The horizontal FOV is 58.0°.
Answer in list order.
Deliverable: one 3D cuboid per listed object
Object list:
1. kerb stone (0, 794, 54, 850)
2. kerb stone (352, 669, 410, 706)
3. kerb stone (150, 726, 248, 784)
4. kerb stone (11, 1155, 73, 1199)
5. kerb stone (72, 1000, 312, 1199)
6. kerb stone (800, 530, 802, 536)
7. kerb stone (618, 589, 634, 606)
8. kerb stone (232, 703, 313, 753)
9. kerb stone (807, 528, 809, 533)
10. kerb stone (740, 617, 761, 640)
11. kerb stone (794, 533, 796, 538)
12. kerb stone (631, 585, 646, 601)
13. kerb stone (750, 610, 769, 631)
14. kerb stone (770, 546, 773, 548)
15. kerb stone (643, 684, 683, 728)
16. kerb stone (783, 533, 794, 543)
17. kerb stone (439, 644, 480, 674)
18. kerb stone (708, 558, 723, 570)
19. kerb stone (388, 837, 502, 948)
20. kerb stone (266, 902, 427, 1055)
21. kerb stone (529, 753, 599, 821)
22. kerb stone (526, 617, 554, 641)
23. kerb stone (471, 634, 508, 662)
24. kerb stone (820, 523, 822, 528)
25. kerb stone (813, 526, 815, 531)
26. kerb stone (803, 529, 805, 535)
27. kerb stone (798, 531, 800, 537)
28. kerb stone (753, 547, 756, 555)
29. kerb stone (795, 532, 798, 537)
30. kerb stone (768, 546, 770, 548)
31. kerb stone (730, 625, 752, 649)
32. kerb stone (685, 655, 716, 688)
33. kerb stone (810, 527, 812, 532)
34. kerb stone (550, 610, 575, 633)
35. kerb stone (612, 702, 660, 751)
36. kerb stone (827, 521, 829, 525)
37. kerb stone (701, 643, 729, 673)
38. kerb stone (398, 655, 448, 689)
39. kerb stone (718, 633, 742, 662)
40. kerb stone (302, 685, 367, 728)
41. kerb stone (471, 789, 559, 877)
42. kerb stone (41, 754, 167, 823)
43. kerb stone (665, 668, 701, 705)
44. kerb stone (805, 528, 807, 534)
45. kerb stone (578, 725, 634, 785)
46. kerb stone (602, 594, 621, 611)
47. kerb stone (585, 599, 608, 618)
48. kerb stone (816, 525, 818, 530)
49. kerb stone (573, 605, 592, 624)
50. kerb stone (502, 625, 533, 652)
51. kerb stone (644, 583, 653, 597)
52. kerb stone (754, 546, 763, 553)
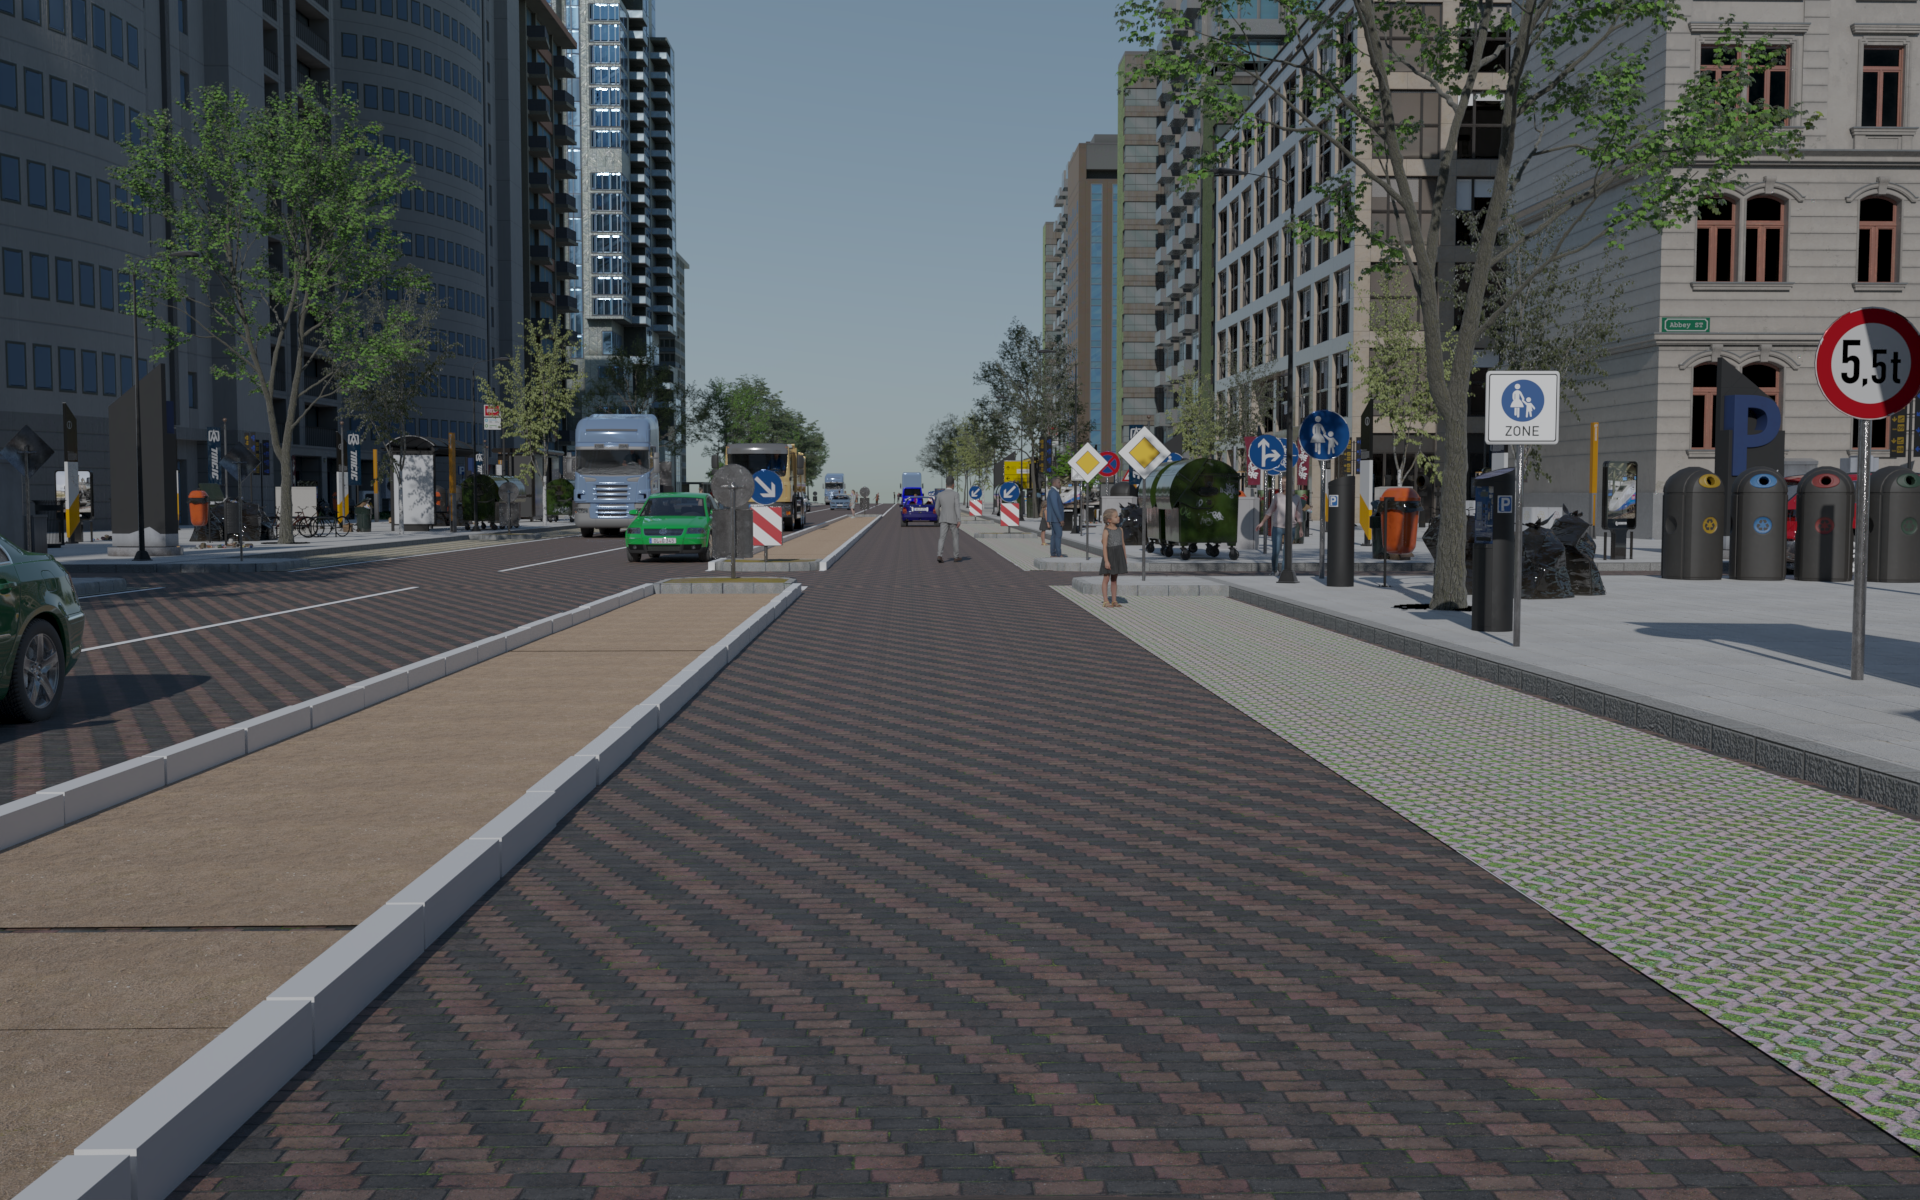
[{"bbox_3d":[-3.891,0.937,6.933,0.120,0.150,1.000,0,4,-2],"label":"kerb stone"},{"bbox_3d":[-4.046,0.621,12.044,0.120,0.150,1.000,0,4,-2],"label":"kerb stone"},{"bbox_3d":[-3.959,0.808,8.979,0.120,0.150,1.000,0,4,-2],"label":"kerb stone"},{"bbox_3d":[-1.659,1.184,2.872,0.120,0.150,1.000,0,4,-2],"label":"kerb stone"},{"bbox_3d":[-1.689,1.119,3.893,0.120,0.150,1.000,0,4,-2],"label":"kerb stone"},{"bbox_3d":[-5.441,-2.169,57.691,0.120,0.150,1.000,0,4,-2],"label":"kerb stone"},{"bbox_3d":[-4.364,-0.002,22.300,0.120,0.150,1.000,0,4,-2],"label":"kerb stone"},{"bbox_3d":[-3.984,0.746,10.001,0.120,0.150,1.000,0,4,-2],"label":"kerb stone"},{"bbox_3d":[-5.577,-2.415,61.791,0.120,0.150,1.000,0,4,-2],"label":"kerb stone"},{"bbox_3d":[-2.108,0.305,17.234,0.120,0.150,1.000,0,4,-2],"label":"kerb stone"},{"bbox_3d":[-5.354,-1.979,54.623,0.120,0.150,1.000,0,4,-2],"label":"kerb stone"},{"bbox_3d":[-4.396,-0.069,23.322,0.120,0.150,1.000,0,4,-2],"label":"kerb stone"},{"bbox_3d":[-2.138,0.241,18.256,0.120,0.150,1.000,0,4,-2],"label":"kerb stone"},{"bbox_3d":[-5.080,-1.418,45.399,0.120,0.150,1.000,0,4,-2],"label":"kerb stone"},{"bbox_3d":[-1.911,0.680,11.076,0.120,0.150,1.000,0,4,-2],"label":"kerb stone"},{"bbox_3d":[-5.323,-1.921,53.596,0.120,0.150,1.000,0,4,-2],"label":"kerb stone"},{"bbox_3d":[-4.113,0.495,14.102,0.120,0.150,1.000,0,4,-2],"label":"kerb stone"},{"bbox_3d":[-4.691,-0.666,33.091,0.120,0.150,1.000,0,4,-2],"label":"kerb stone"},{"bbox_3d":[-1.757,0.994,5.940,0.120,0.150,1.000,0,4,-2],"label":"kerb stone"},{"bbox_3d":[-1.722,1.057,4.918,0.120,0.150,1.000,0,4,-2],"label":"kerb stone"},{"bbox_3d":[-1.829,0.869,7.986,0.120,0.150,1.000,0,4,-2],"label":"kerb stone"},{"bbox_3d":[-4.212,0.307,17.181,0.120,0.150,1.000,0,4,-2],"label":"kerb stone"},{"bbox_3d":[-4.145,0.433,15.124,0.120,0.150,1.000,0,4,-2],"label":"kerb stone"},{"bbox_3d":[-5.862,-2.985,71.001,0.120,0.150,1.000,0,4,-2],"label":"kerb stone"},{"bbox_3d":[-5.710,-2.670,65.876,0.120,0.150,1.000,0,4,-2],"label":"kerb stone"},{"bbox_3d":[-5.517,-2.296,59.742,0.120,0.150,1.000,0,4,-2],"label":"kerb stone"},{"bbox_3d":[-5.415,-2.108,56.666,0.120,0.150,1.000,0,4,-2],"label":"kerb stone"},{"bbox_3d":[-4.914,-1.105,40.262,0.120,0.150,1.000,0,4,-2],"label":"kerb stone"},{"bbox_3d":[-5.388,-2.046,55.644,0.120,0.150,1.000,0,4,-2],"label":"kerb stone"},{"bbox_3d":[-5.037,-1.356,44.368,0.120,0.150,1.000,0,4,-2],"label":"kerb stone"},{"bbox_3d":[-2.076,0.366,16.207,0.120,0.150,1.000,0,4,-2],"label":"kerb stone"},{"bbox_3d":[-1.983,0.555,13.119,0.120,0.150,1.000,0,4,-2],"label":"kerb stone"},{"bbox_3d":[-5.646,-2.547,63.833,0.120,0.150,1.000,0,4,-2],"label":"kerb stone"},{"bbox_3d":[-4.235,0.244,18.203,0.120,0.150,1.000,0,4,-2],"label":"kerb stone"},{"bbox_3d":[-1.890,0.744,10.048,0.120,0.150,1.000,0,4,-2],"label":"kerb stone"},{"bbox_3d":[-6.044,-3.362,77.157,0.120,0.150,1.000,0,4,-2],"label":"kerb stone"},{"bbox_3d":[-2.020,0.492,14.148,0.120,0.150,1.000,0,4,-2],"label":"kerb stone"},{"bbox_3d":[-4.081,0.558,13.076,0.120,0.150,1.000,0,4,-2],"label":"kerb stone"},{"bbox_3d":[-2.040,0.430,15.170,0.120,0.150,1.000,0,4,-2],"label":"kerb stone"},{"bbox_3d":[-4.010,0.686,11.023,0.120,0.150,1.000,0,4,-2],"label":"kerb stone"},{"bbox_3d":[-1.786,0.932,6.965,0.120,0.150,1.000,0,4,-2],"label":"kerb stone"},{"bbox_3d":[-3.930,0.871,7.955,0.120,0.150,1.000,0,4,-2],"label":"kerb stone"},{"bbox_3d":[-1.946,0.618,12.098,0.120,0.150,1.000,0,4,-2],"label":"kerb stone"},{"bbox_3d":[-5.548,-2.359,60.769,0.120,0.150,1.000,0,4,-2],"label":"kerb stone"},{"bbox_3d":[-1.851,0.806,9.021,0.120,0.150,1.000,0,4,-2],"label":"kerb stone"},{"bbox_3d":[-4.335,0.057,21.277,0.120,0.150,1.000,0,4,-2],"label":"kerb stone"},{"bbox_3d":[-4.296,0.119,20.256,0.120,0.150,1.000,0,4,-2],"label":"kerb stone"},{"bbox_3d":[-5.765,-2.796,67.922,0.120,0.150,1.000,0,4,-2],"label":"kerb stone"},{"bbox_3d":[-4.266,0.191,19.232,0.120,0.150,1.000,0,4,-2],"label":"kerb stone"},{"bbox_3d":[-4.176,0.374,16.159,0.120,0.150,1.000,0,4,-2],"label":"kerb stone"},{"bbox_3d":[-4.421,-0.131,24.344,0.120,0.150,1.000,0,4,-2],"label":"kerb stone"},{"bbox_3d":[-4.980,-1.231,42.322,0.120,0.150,1.000,0,4,-2],"label":"kerb stone"}]
